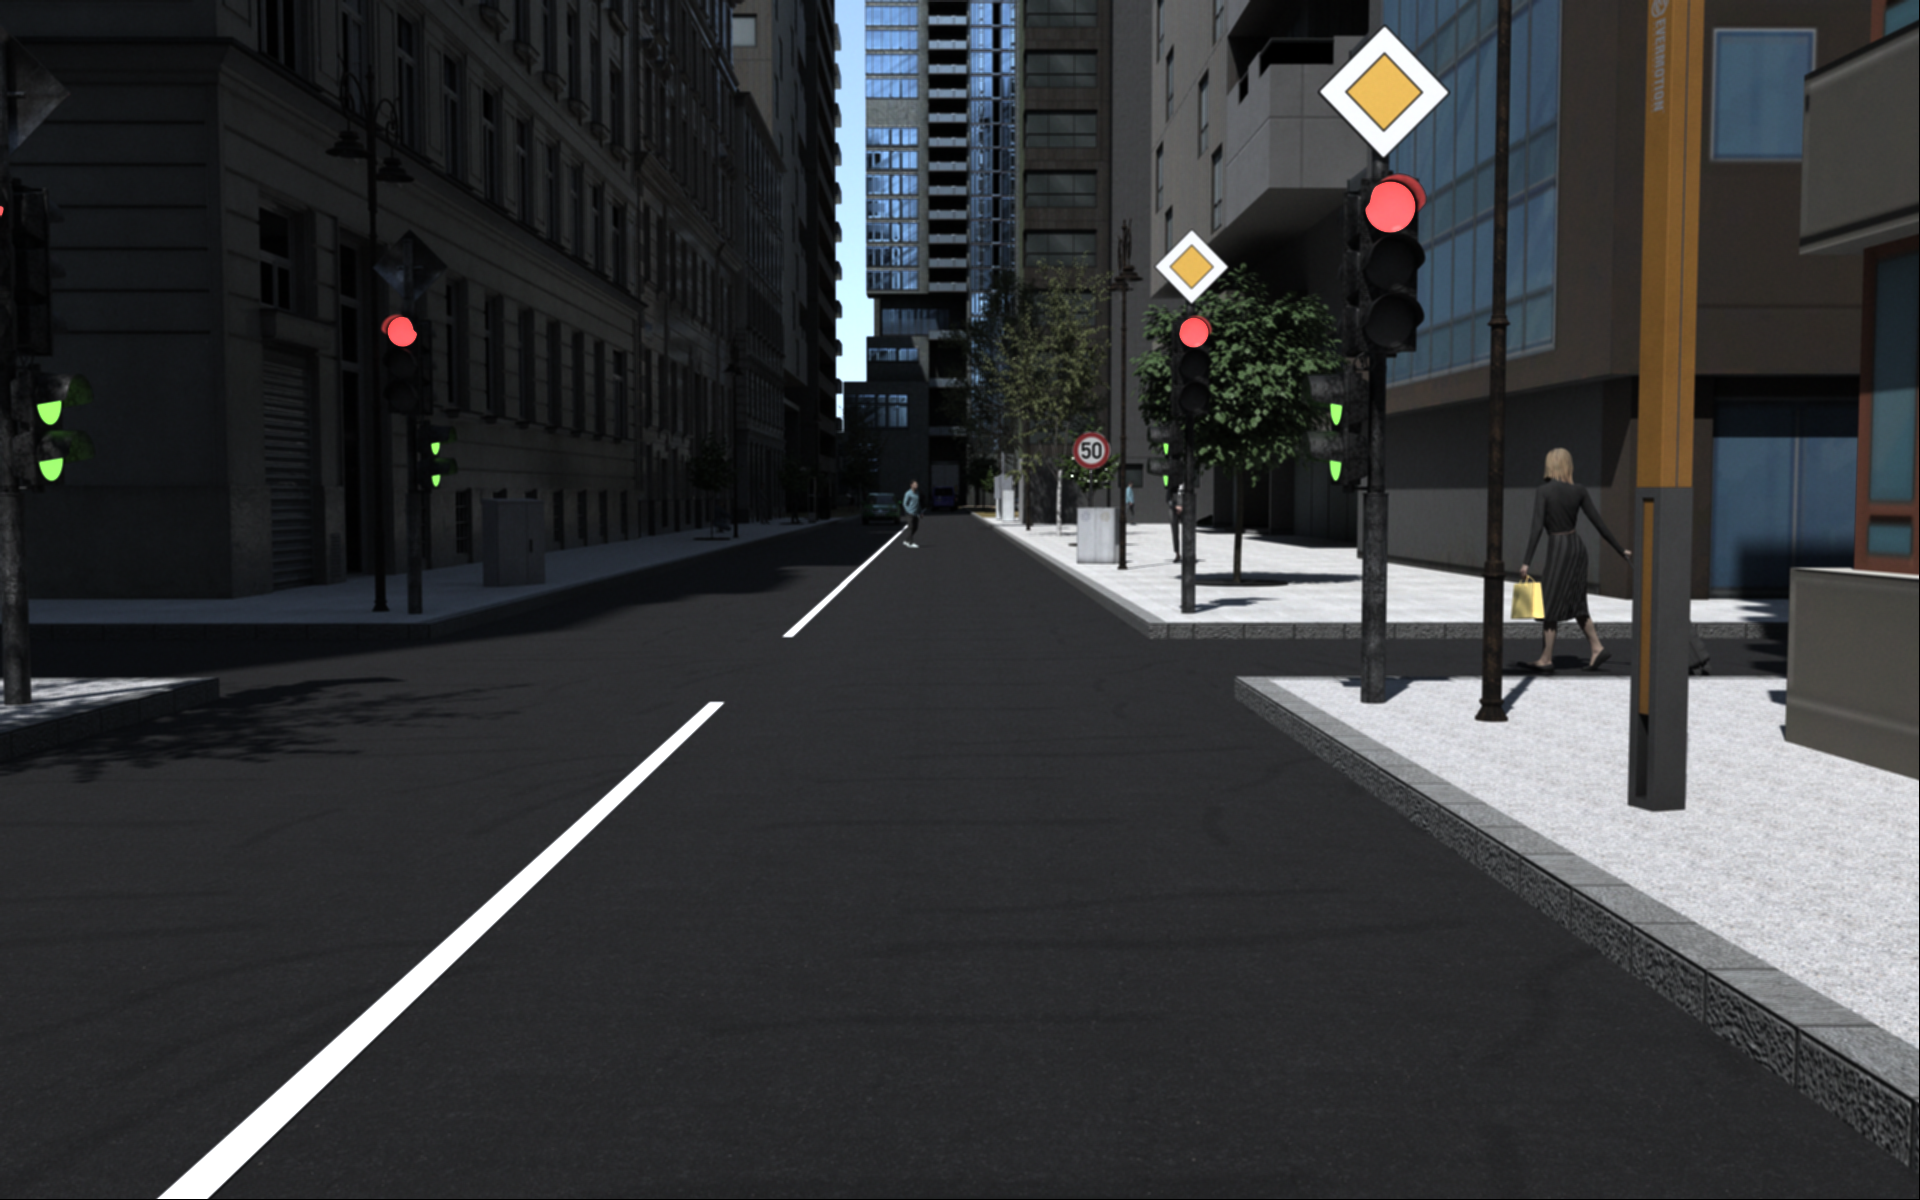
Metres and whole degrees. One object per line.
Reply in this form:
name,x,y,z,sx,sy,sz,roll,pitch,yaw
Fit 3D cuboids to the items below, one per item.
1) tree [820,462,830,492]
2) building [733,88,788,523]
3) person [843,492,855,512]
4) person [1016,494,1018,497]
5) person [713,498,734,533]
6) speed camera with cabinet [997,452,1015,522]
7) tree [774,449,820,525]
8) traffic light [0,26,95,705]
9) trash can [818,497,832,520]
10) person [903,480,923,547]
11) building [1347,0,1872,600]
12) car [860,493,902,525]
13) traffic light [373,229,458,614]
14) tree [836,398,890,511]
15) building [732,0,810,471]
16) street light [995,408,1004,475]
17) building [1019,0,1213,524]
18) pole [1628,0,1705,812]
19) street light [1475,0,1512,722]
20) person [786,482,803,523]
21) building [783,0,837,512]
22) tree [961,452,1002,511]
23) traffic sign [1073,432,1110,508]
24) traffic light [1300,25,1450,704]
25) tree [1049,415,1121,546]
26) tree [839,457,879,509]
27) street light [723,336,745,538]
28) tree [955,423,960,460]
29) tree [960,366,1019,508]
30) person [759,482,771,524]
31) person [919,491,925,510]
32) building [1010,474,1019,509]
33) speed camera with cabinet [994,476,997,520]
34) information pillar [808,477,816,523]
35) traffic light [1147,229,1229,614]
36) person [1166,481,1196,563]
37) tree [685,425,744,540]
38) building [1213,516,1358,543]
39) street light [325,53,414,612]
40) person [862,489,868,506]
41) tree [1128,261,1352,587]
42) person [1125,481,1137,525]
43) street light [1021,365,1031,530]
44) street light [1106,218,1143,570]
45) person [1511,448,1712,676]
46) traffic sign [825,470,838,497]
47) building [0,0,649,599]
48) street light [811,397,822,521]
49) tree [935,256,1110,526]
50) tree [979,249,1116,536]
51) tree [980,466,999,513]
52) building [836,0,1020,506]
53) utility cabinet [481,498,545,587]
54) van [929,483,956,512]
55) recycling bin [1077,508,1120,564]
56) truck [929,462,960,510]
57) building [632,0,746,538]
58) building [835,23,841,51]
tree,-7.601,-5.827,89.877,1.663,3.219,1.824,0,3,0
building,-13.978,-14.354,83.831,9.793,20.994,18.267,0,4,-1
person,-7.861,-6.935,122.616,0.799,1.438,0.628,-1,4,-15
person,5.152,-9.934,169.258,1.217,1.735,0.721,-2,4,-25
person,-7.931,-2.829,57.795,0.738,1.151,1.012,-2,4,-30
speed camera with cabinet,2.201,-5.266,80.430,0.660,3.252,2.038,0,4,-2
tree,-6.996,-4.814,73.315,1.663,3.219,1.824,0,3,0
traffic light,-5.735,-1.317,10.454,0.839,4.253,0.868,0,4,-1
trash can,-6.785,-4.598,86.837,0.748,1.137,0.748,0,3,0
person,-1.319,-2.337,46.723,0.620,1.820,0.660,2,4,30
building,14.714,-23.004,26.235,14.200,45.320,14.600,0,4,-1
car,-3.737,-4.503,82.417,1.959,1.807,4.718,0,4,-1
traffic light,-5.821,-1.805,18.439,0.839,4.253,0.868,0,4,-1
tree,-7.565,-11.144,132.573,4.737,8.622,4.395,0,3,0
building,-23.763,-31.665,106.966,28.713,52.752,27.495,0,4,-1
street light,2.132,-7.373,93.339,0.468,5.910,1.993,0,4,-1
building,9.685,-18.904,80.779,14.160,30.474,14.107,0,4,-1
pole,2.849,-0.804,6.987,0.158,3.312,0.155,0,3,0
street light,3.019,-2.255,9.660,0.468,5.910,1.993,0,4,-1
person,-7.204,-4.314,76.358,0.659,1.850,0.755,3,5,41
building,-20.801,-31.103,132.229,21.300,48.544,21.600,0,4,-1
tree,1.836,-9.013,131.070,4.285,4.588,4.351,0,3,0
traffic sign,2.680,-2.160,35.423,0.768,2.556,0.104,0,4,0
traffic light,2.525,-1.323,10.558,0.839,4.253,0.868,0,4,-1
tree,3.307,-2.944,42.740,1.663,3.219,1.824,0,3,0
tree,-8.597,-10.000,147.214,4.285,4.588,4.351,0,3,0
street light,-6.590,-4.768,50.740,0.468,5.910,1.993,0,4,-1
tree,1.487,-13.054,163.795,4.360,8.622,3.978,0,3,0
tree,2.760,-8.967,96.974,4.360,8.622,3.978,0,3,0
person,-8.276,-4.116,73.606,0.573,1.790,0.520,-1,4,-23
person,-3.647,-9.275,160.678,0.617,1.759,0.750,2,4,31
building,20.244,-28.343,155.289,32.217,40.220,23.993,0,4,-1
speed camera with cabinet,2.045,-5.595,85.810,0.660,3.252,2.038,0,4,6
information pillar,-6.534,-4.408,76.567,0.304,2.012,0.304,1,4,8
traffic light,2.440,-1.812,18.543,0.839,4.253,0.868,0,4,-1
person,4.143,-1.596,32.417,0.520,1.790,0.573,0,4,-7
tree,-6.839,-3.298,48.525,1.663,3.219,1.824,0,3,0
building,20.715,-28.271,51.468,28.713,52.752,27.495,0,4,-1
street light,-6.345,-2.814,18.795,0.468,5.910,1.993,0,4,-1
person,-8.267,-8.874,151.855,0.721,1.743,1.217,-2,4,-32
tree,3.901,-2.495,24.514,4.285,4.588,4.351,0,3,0
person,6.946,-4.007,71.426,0.748,1.841,0.638,2,4,28
street light,2.416,-5.398,61.049,0.468,5.910,1.993,0,4,-1
street light,2.770,-3.458,29.333,0.468,5.910,1.993,0,4,-1
person,5.213,-0.315,13.861,1.509,1.804,0.699,1,4,20
traffic sign,-7.047,-5.750,94.015,0.884,2.594,0.081,1,4,8
building,-16.294,-12.311,34.563,16.112,22.955,30.059,0,4,-1
street light,-6.847,-6.735,82.902,0.468,5.910,1.993,0,4,-1
tree,2.420,-8.202,68.521,7.601,10.594,8.767,0,4,8
tree,2.911,-6.251,52.566,4.737,8.622,4.395,0,3,0
tree,2.063,-7.598,118.834,1.663,3.219,1.824,0,3,0
building,1.639,-53.554,188.286,31.000,86.520,22.319,0,4,-1
utility cabinet,-6.261,-0.806,24.335,0.306,1.237,1.020,2,4,25
van,-1.432,-8.490,143.196,2.240,2.365,5.245,0,4,-3
recycling bin,2.591,-1.198,32.143,0.722,1.027,0.722,1,4,16
truck,-1.382,-10.208,155.814,2.839,4.237,11.283,0,4,-1
building,-15.129,-16.190,61.973,12.463,27.353,25.104,0,4,-1
building,-26.068,-32.734,154.816,30.456,49.044,23.786,0,4,-1
